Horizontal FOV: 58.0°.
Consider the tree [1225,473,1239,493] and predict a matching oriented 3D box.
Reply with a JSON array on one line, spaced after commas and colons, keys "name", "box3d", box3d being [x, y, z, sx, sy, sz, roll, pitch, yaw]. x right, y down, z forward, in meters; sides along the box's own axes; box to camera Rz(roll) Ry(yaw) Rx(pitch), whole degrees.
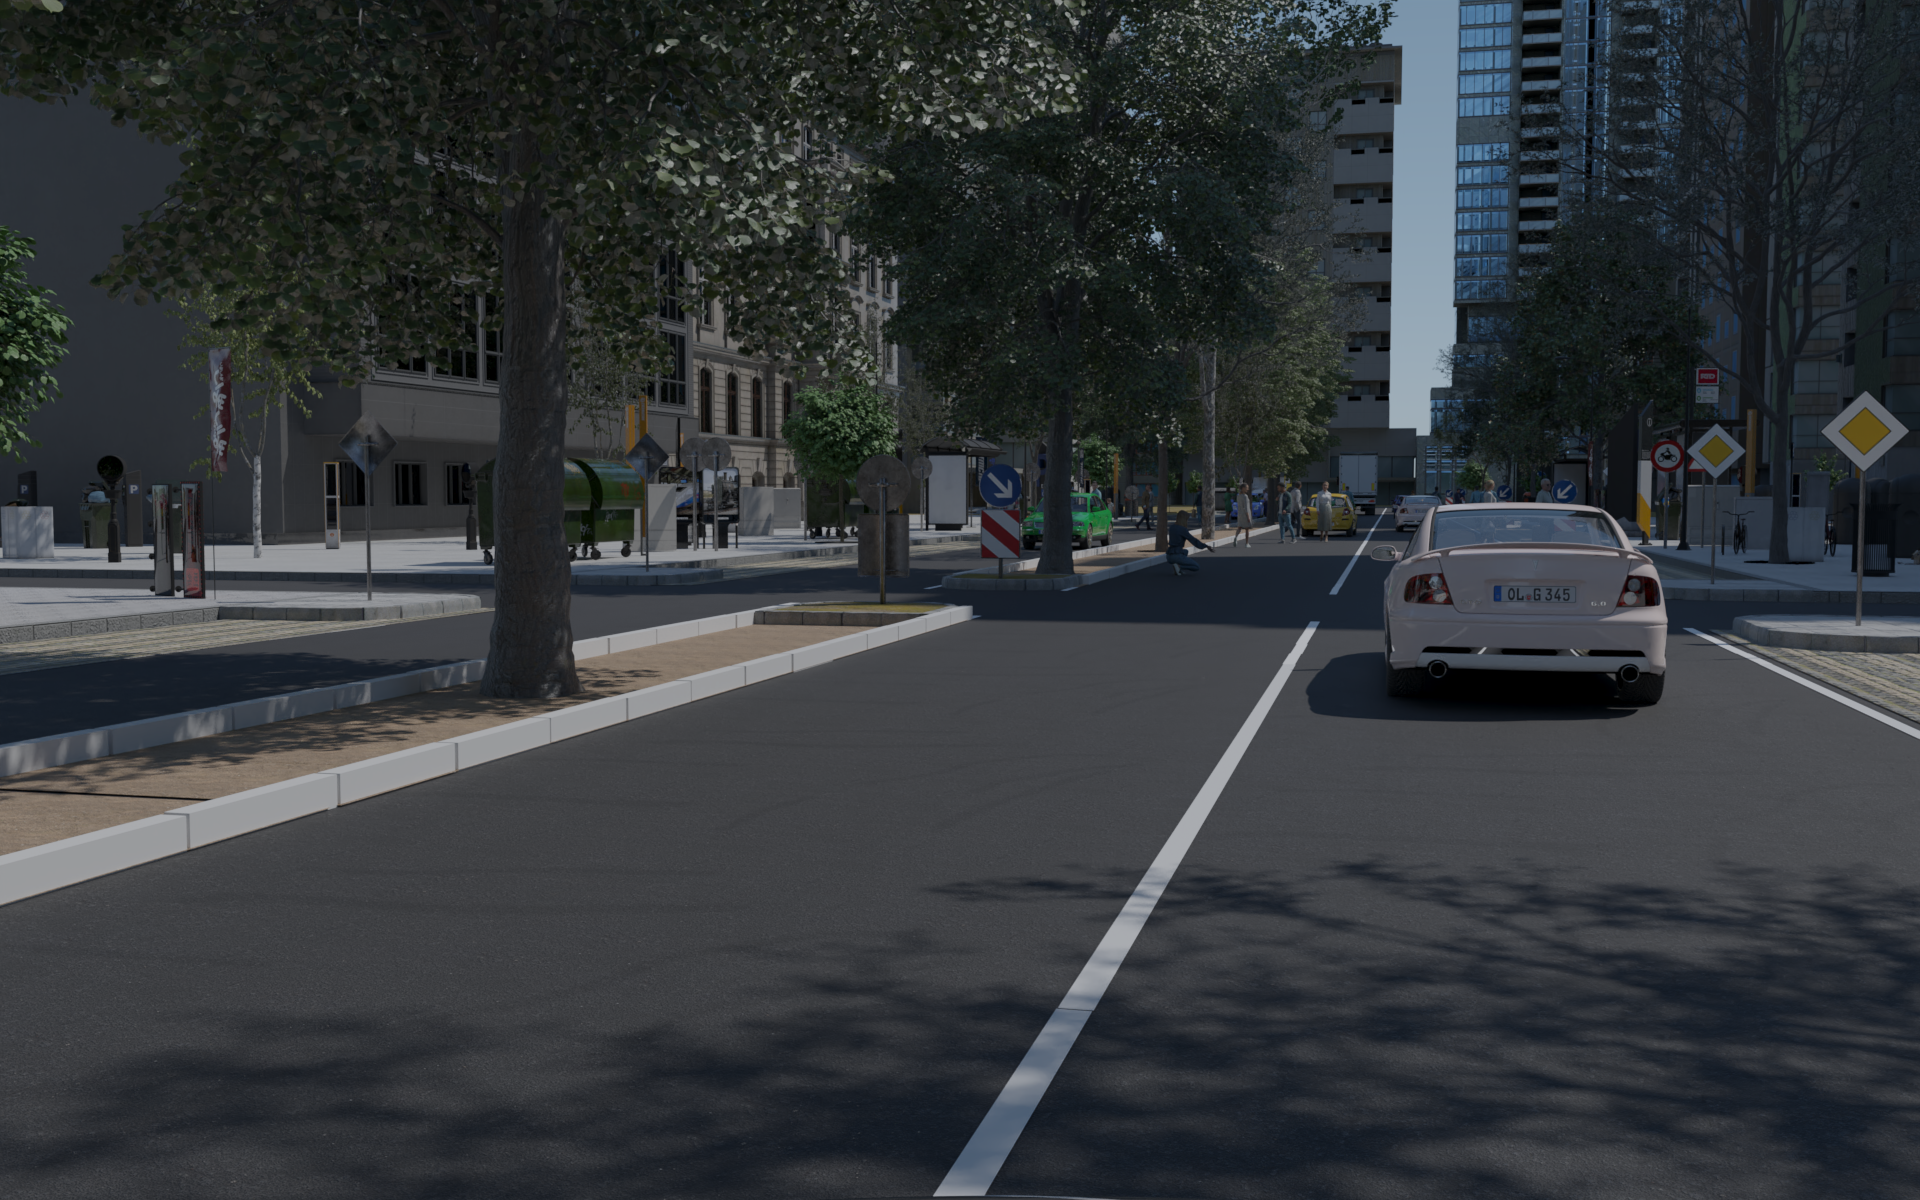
[{"name": "tree", "box3d": [25.345, -10.136, 160.328, 1.663, 3.219, 1.824, 0, 3, 0]}]

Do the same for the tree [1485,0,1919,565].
[{"name": "tree", "box3d": [14.937, -7.405, 31.442, 12.009, 13.543, 11.850, 0, 3, 0]}]

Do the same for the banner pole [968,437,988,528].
[{"name": "banner pole", "box3d": [0.665, -4.678, 66.499, 0.863, 3.779, 0.401, 0, 4, -7]}]

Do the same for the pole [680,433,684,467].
[{"name": "pole", "box3d": [-9.338, -3.921, 57.946, 0.158, 3.312, 0.155, 0, 3, 0]}]

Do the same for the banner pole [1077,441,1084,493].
[{"name": "banner pole", "box3d": [5.707, -5.636, 82.164, 0.401, 3.779, 0.863, -1, 4, -19]}]

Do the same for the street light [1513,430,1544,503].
[{"name": "street light", "box3d": [25.476, -6.412, 77.385, 1.470, 5.913, 1.316, 1, 4, 14]}]

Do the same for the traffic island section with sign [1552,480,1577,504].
[{"name": "traffic island section with sign", "box3d": [16.728, -2.437, 48.476, 1.989, 1.847, 2.006, 1, 4, 14]}]

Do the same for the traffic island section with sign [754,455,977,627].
[{"name": "traffic island section with sign", "box3d": [-1.047, -0.700, 19.578, 2.006, 1.907, 1.989, 1, 4, 14]}]

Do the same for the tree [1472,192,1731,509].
[{"name": "tree", "box3d": [24.506, -9.113, 66.010, 9.611, 12.733, 9.660, 0, 3, 0]}]

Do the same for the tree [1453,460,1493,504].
[{"name": "tree", "box3d": [46.546, -10.588, 156.823, 4.285, 4.588, 4.351, 0, 3, 0]}]

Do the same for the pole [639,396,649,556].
[{"name": "pole", "box3d": [-6.563, -2.576, 35.959, 0.158, 3.312, 0.155, 0, 3, 0]}]

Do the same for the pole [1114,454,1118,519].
[{"name": "pole", "box3d": [7.868, -5.721, 87.376, 0.158, 3.312, 0.155, 0, 3, 0]}]

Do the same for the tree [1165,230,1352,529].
[{"name": "tree", "box3d": [11.691, -9.169, 70.499, 7.486, 12.596, 7.792, 0, 3, 0]}]

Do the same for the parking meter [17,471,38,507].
[{"name": "parking meter", "box3d": [-23.371, -2.307, 43.427, 0.399, 1.863, 0.255, 1, 4, 11]}]

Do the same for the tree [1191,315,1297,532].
[{"name": "tree", "box3d": [10.472, -6.836, 64.589, 4.360, 8.622, 3.978, 0, 3, 0]}]

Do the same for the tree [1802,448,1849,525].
[{"name": "tree", "box3d": [36.408, -4.810, 73.250, 1.663, 3.219, 1.824, 0, 3, 0]}]

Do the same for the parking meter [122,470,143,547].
[{"name": "parking meter", "box3d": [-20.078, -2.220, 42.011, 0.399, 1.863, 0.255, -3, 5, -40]}]

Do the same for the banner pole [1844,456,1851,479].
[{"name": "banner pole", "box3d": [39.757, -5.340, 77.322, 0.863, 3.779, 0.401, 1, 4, 22]}]

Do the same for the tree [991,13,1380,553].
[{"name": "tree", "box3d": [4.964, -7.905, 42.069, 12.009, 13.543, 11.850, 0, 3, 0]}]

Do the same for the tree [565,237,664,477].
[{"name": "tree", "box3d": [-9.605, -5.862, 46.214, 4.360, 8.622, 3.978, 0, 3, 0]}]

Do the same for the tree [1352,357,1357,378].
[{"name": "tree", "box3d": [14.301, -9.742, 79.872, 7.486, 12.596, 7.792, 0, 3, 0]}]

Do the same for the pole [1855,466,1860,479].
[{"name": "pole", "box3d": [29.737, -3.883, 57.337, 0.158, 3.312, 0.155, 0, 3, 0]}]

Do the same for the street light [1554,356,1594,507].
[{"name": "street light", "box3d": [20.733, -5.255, 58.459, 1.470, 5.913, 1.316, 1, 4, 14]}]

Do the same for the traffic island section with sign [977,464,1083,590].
[{"name": "traffic island section with sign", "box3d": [0.768, -1.139, 26.760, 2.006, 1.907, 1.989, 1, 4, 14]}]

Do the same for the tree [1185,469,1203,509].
[{"name": "tree", "box3d": [17.214, -8.150, 127.846, 1.663, 3.219, 1.824, 0, 3, 0]}]

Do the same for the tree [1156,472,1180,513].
[{"name": "tree", "box3d": [14.263, -7.613, 119.066, 1.663, 3.219, 1.824, 0, 3, 0]}]

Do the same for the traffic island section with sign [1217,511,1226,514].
[{"name": "traffic island section with sign", "box3d": [19.941, -7.254, 127.226, 1.989, 1.847, 2.006, 1, 4, 14]}]

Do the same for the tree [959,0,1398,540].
[{"name": "tree", "box3d": [6.807, -12.017, 54.831, 12.611, 20.169, 13.585, 0, 3, 0]}]

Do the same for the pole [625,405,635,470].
[{"name": "pole", "box3d": [-7.565, -2.809, 39.778, 0.158, 3.312, 0.155, 0, 3, 0]}]

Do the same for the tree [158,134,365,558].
[{"name": "tree", "box3d": [-14.064, -5.158, 34.696, 4.737, 8.622, 4.395, 0, 3, 0]}]

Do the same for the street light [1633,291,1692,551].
[{"name": "street light", "box3d": [15.990, -4.094, 39.485, 1.470, 5.913, 1.316, 1, 4, 14]}]

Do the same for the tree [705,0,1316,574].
[{"name": "tree", "box3d": [1.696, -7.405, 30.190, 9.857, 13.997, 8.962, 0, 3, 0]}]

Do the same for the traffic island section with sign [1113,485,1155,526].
[{"name": "traffic island section with sign", "box3d": [7.839, -4.307, 79.051, 1.989, 1.847, 2.006, 1, 4, 14]}]

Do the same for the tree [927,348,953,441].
[{"name": "tree", "box3d": [-1.898, -8.178, 84.078, 4.360, 8.622, 3.978, 0, 3, 0]}]

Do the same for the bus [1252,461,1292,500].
[{"name": "bus", "box3d": [23.029, -8.350, 128.073, 2.896, 3.916, 12.252, 1, 4, 13]}]

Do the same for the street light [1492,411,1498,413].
[{"name": "street light", "box3d": [30.312, -7.578, 96.435, 1.470, 5.913, 1.316, 1, 4, 14]}]

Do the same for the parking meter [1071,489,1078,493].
[{"name": "parking meter", "box3d": [5.518, -4.575, 83.212, 0.372, 1.533, 0.369, 0, 3, 0]}]

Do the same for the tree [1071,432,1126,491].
[{"name": "tree", "box3d": [7.070, -6.519, 90.298, 4.285, 4.588, 4.351, 0, 3, 0]}]

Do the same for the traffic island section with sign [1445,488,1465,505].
[{"name": "traffic island section with sign", "box3d": [35.667, -7.050, 123.901, 1.989, 1.847, 2.006, 1, 4, 14]}]

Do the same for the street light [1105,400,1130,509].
[{"name": "street light", "box3d": [7.836, -6.950, 86.180, 1.470, 5.913, 1.316, 1, 4, 14]}]

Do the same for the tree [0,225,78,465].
[{"name": "tree", "box3d": [-10.588, -2.052, 17.258, 4.285, 4.588, 4.351, 0, 3, 0]}]

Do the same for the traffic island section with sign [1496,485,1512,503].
[{"name": "traffic island section with sign", "box3d": [23.288, -4.036, 74.624, 1.989, 1.847, 2.006, 1, 4, 14]}]

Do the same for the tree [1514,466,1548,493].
[{"name": "tree", "box3d": [30.849, -6.026, 93.131, 1.663, 3.219, 1.824, 0, 3, 0]}]

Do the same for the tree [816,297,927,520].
[{"name": "tree", "box3d": [-3.758, -7.037, 65.412, 4.360, 8.622, 3.978, 0, 3, 0]}]

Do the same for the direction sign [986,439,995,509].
[{"name": "direction sign", "box3d": [1.059, -4.729, 69.309, 0.876, 3.537, 0.379, -3, 4, -37]}]

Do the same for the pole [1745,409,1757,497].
[{"name": "pole", "box3d": [19.049, -2.930, 41.753, 0.158, 3.312, 0.155, 0, 3, 0]}]

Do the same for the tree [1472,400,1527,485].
[{"name": "tree", "box3d": [36.579, -10.160, 116.477, 4.360, 8.622, 3.978, 0, 3, 0]}]

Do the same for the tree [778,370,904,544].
[{"name": "tree", "box3d": [-3.112, -3.775, 45.438, 4.285, 4.588, 4.351, 0, 3, 0]}]

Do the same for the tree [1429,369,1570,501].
[{"name": "tree", "box3d": [33.161, -10.371, 103.986, 7.601, 10.594, 8.767, 2, 4, 33]}]

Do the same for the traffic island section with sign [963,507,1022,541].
[{"name": "traffic island section with sign", "box3d": [1.276, -2.708, 52.904, 1.989, 1.847, 2.006, 1, 4, 14]}]

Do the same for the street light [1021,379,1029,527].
[{"name": "street light", "box3d": [3.067, -5.793, 67.260, 1.470, 5.913, 1.316, 1, 4, 14]}]

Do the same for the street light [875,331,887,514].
[{"name": "street light", "box3d": [-1.791, -4.613, 47.966, 1.470, 5.913, 1.316, 1, 4, 14]}]

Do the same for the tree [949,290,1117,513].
[{"name": "tree", "box3d": [3.011, -8.568, 74.507, 8.767, 10.594, 7.601, 2, 4, 28]}]
